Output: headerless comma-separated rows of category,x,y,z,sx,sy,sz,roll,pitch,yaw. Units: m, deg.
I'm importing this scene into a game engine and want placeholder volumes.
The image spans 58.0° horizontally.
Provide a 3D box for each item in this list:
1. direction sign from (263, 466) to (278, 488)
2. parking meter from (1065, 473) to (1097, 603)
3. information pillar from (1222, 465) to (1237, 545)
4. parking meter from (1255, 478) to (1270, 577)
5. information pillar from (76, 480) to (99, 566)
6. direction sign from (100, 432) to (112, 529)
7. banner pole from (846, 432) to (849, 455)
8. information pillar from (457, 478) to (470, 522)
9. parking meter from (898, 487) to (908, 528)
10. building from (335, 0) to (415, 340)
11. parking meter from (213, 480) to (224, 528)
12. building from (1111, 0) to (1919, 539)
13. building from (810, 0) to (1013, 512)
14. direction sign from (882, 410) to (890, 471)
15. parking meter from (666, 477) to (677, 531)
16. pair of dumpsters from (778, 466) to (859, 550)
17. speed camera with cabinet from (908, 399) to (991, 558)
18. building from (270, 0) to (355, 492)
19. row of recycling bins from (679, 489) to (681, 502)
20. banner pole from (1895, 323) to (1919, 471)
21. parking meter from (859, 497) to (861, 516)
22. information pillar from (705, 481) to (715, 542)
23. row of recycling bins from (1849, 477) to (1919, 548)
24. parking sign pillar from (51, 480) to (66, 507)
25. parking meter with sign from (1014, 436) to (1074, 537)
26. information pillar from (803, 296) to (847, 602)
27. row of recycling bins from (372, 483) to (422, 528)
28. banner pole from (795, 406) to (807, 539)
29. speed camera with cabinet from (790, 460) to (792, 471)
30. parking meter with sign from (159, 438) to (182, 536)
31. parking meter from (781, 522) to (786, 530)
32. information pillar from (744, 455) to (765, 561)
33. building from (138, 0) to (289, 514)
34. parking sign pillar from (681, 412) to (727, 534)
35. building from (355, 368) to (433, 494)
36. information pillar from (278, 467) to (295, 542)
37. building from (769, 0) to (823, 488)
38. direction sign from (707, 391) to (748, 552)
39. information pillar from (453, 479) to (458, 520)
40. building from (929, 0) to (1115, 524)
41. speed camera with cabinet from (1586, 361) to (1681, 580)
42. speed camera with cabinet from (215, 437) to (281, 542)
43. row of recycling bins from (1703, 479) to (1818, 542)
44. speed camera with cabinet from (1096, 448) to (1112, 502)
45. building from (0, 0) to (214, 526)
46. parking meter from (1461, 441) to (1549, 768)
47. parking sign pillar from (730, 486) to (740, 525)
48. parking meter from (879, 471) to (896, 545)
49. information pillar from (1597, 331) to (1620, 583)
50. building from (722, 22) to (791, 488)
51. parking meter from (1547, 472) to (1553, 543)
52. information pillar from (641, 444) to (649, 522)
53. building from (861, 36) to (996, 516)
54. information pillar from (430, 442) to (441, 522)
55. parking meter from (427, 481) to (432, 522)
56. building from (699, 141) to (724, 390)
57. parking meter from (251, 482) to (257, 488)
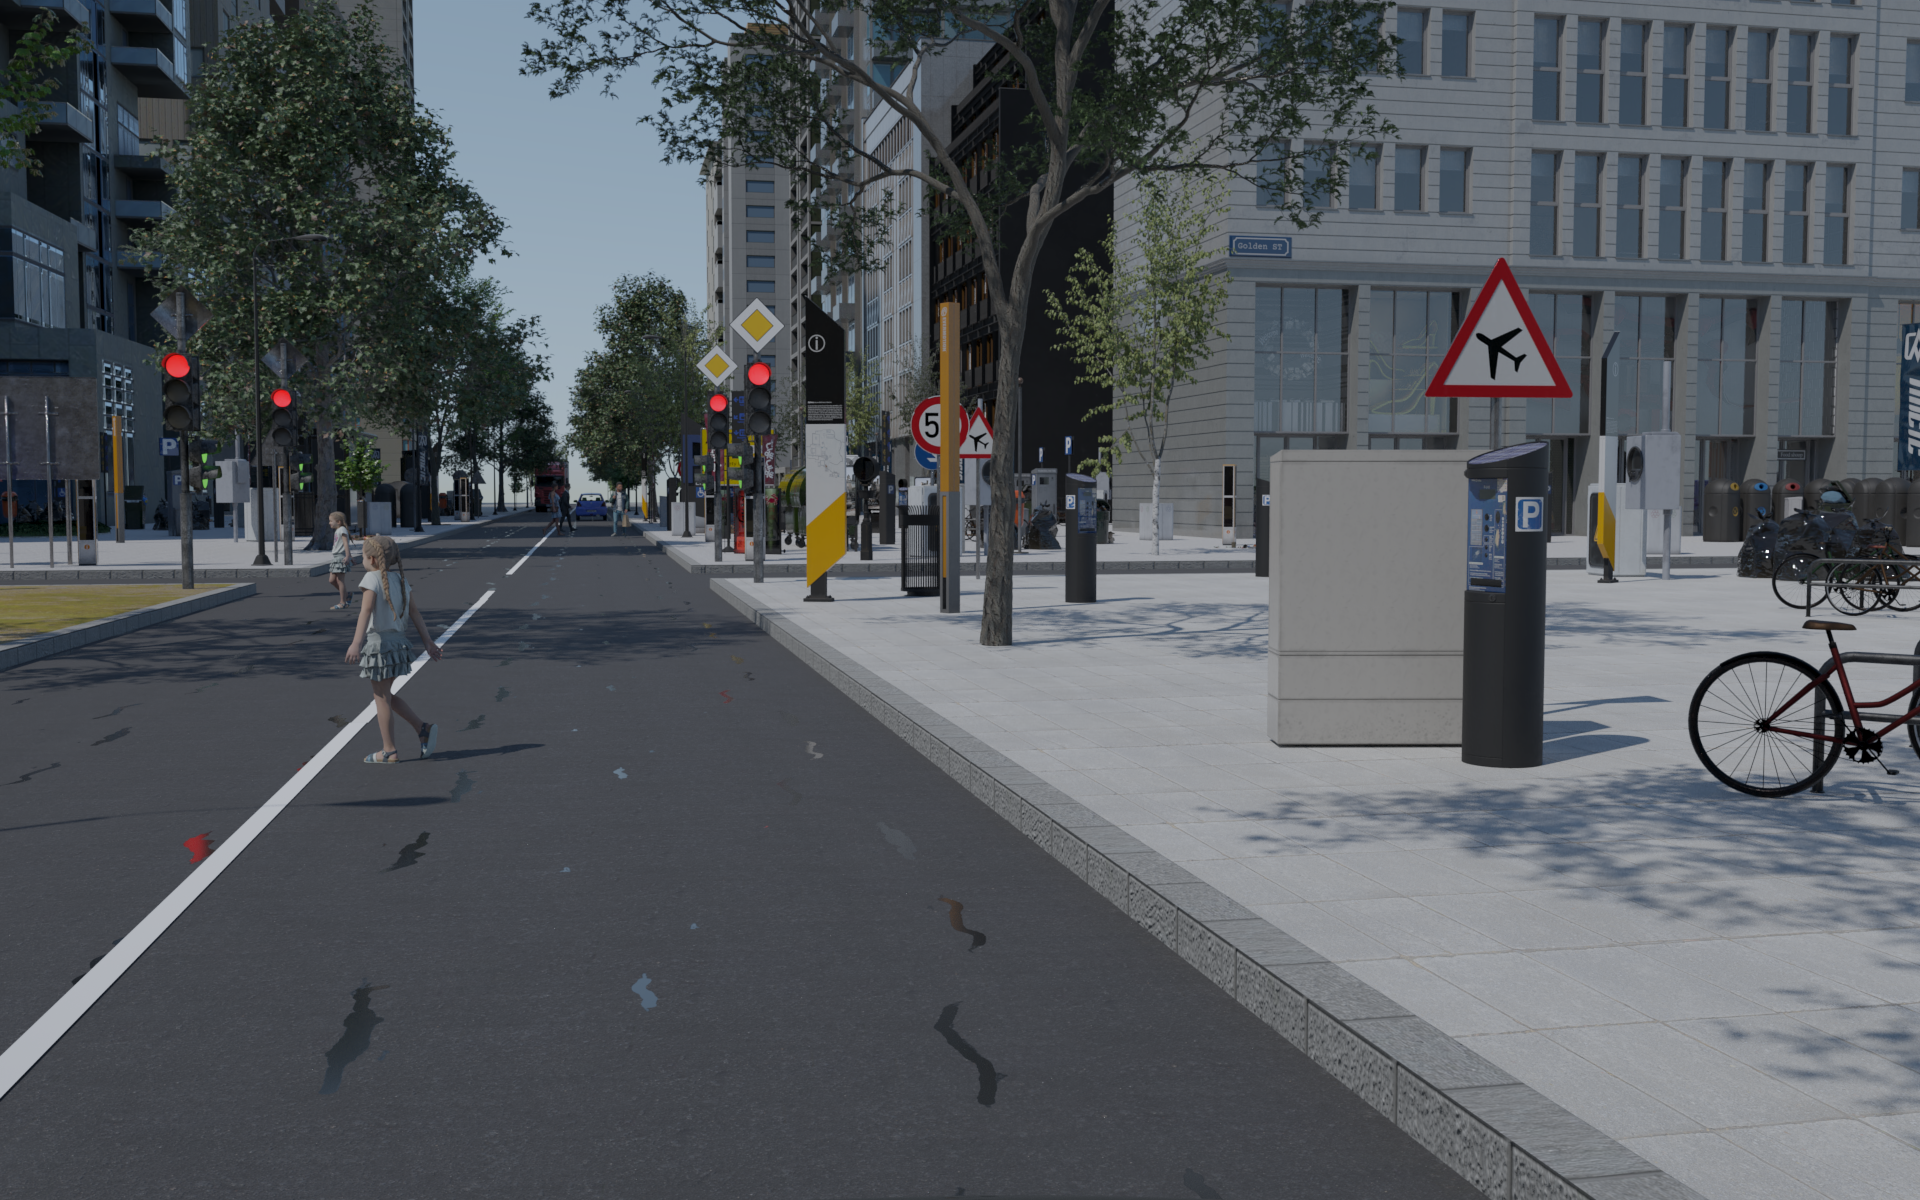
direction sign,-33.364,-5.613,83.770,0.876,3.537,0.379,1,4,17
parking meter,1.432,-0.739,20.494,0.372,1.533,0.369,0,3,0
information pillar,6.742,-2.374,43.308,0.304,2.012,0.304,1,4,20
parking meter,4.774,-1.128,26.850,0.372,1.533,0.369,0,3,0
information pillar,-15.650,-1.624,31.041,0.304,2.012,0.304,-1,4,-21
direction sign,-31.367,-4.375,63.528,0.379,3.537,0.876,-1,4,-12
banner pole,-4.147,-4.376,61.570,0.401,3.779,0.863,-2,4,-32
information pillar,-22.550,-4.551,78.905,0.304,2.012,0.304,1,4,12
parking meter,-2.122,-3.451,64.842,0.372,1.533,0.369,0,3,0
building,-81.367,-48.526,231.649,20.563,71.187,20.611,-1,4,-12
parking meter,-28.134,-3.670,65.723,0.399,1.863,0.255,3,5,42
building,20.833,-17.084,56.815,29.804,29.767,11.434,-1,4,-12
building,0.390,-31.539,135.263,23.786,49.044,30.456,-1,4,-12
direction sign,-2.019,-3.378,47.233,0.379,3.537,0.876,1,4,11
parking meter,-10.012,-3.329,60.138,0.255,1.863,0.399,-2,4,-28
pair of dumpsters,-3.362,-2.387,41.525,1.574,2.255,4.437,-1,4,-12
speed camera with cabinet,-0.055,-2.519,35.521,2.038,3.252,0.660,-2,4,-33
building,-60.170,-30.450,147.974,14.600,45.320,14.200,-1,4,-12
row of recycling bins,-15.809,-5.928,104.042,1.069,1.692,3.534,1,4,16
banner pole,12.367,-1.965,22.144,0.401,3.779,0.863,-2,4,-27
parking meter,-6.030,-5.712,101.801,0.372,1.533,0.369,0,3,0
information pillar,-6.693,-2.566,46.439,0.304,2.012,0.304,0,4,-8
row of recycling bins,23.018,-2.199,43.070,1.069,1.692,3.534,-1,4,-9
parking sign pillar,-34.137,-4.724,65.702,1.447,3.967,1.447,-2,4,-33
parking meter with sign,2.514,-3.413,52.069,1.738,3.016,0.543,-1,4,-17
information pillar,-1.602,-1.785,20.538,0.504,3.616,0.183,1,4,9
row of recycling bins,-22.411,-3.628,66.434,3.534,1.692,1.069,0,4,3
banner pole,-4.378,-3.634,49.426,0.401,3.779,0.863,-3,5,-39
speed camera with cabinet,-9.236,-6.434,99.525,0.660,3.252,2.038,-2,4,-31
parking meter with sign,-24.040,-3.475,53.085,0.543,3.016,1.738,-3,4,-36
parking meter,-6.396,-3.260,61.713,0.372,1.533,0.369,0,3,0
information pillar,-3.918,-1.748,33.070,0.304,2.012,0.304,1,4,19
building,-59.148,-31.924,111.203,28.713,52.752,27.495,-1,4,-12
parking sign pillar,-8.506,-4.186,56.910,1.447,3.967,1.447,0,4,-7
building,-79.148,-22.222,208.373,27.650,21.520,28.899,-1,4,-12
information pillar,-18.111,-2.575,46.592,0.304,2.012,0.304,0,4,-4
building,-6.609,-44.114,159.522,20.563,71.187,20.611,-1,4,-12
direction sign,-5.104,-2.820,38.101,0.876,3.537,0.379,0,4,-1
information pillar,-24.628,-4.923,84.975,0.304,2.012,0.304,0,4,7
building,6.077,-15.503,83.144,12.332,23.373,15.834,-1,4,-12
speed camera with cabinet,10.320,-1.972,26.581,0.660,3.252,2.038,0,4,-3
speed camera with cabinet,-19.125,-3.201,46.666,0.660,3.252,2.038,1,4,17
row of recycling bins,21.707,-2.403,46.407,3.534,1.692,1.069,0,4,-1
speed camera with cabinet,5.954,-4.804,72.880,0.660,3.252,2.038,1,4,14
building,-47.787,-46.811,78.032,22.319,86.520,31.000,-1,4,-12
parking meter,2.590,0.011,8.233,0.372,1.533,0.369,0,3,0
parking sign pillar,-9.001,-4.883,68.304,1.447,3.967,1.447,0,4,-4
parking meter,-1.837,-2.340,43.962,0.255,1.863,0.399,3,5,42
information pillar,9.310,-2.049,24.856,0.183,3.616,0.504,3,5,41
building,-20.292,-41.812,225.624,21.231,58.520,28.212,-1,4,-12
parking meter,15.327,-2.433,45.494,0.399,1.863,0.255,-2,4,-28
information pillar,-14.718,-5.471,80.813,0.183,3.616,0.504,-2,4,-33
building,1.790,-17.297,100.832,12.078,24.808,19.932,-1,4,-12
information pillar,-23.651,-5.298,77.971,0.183,3.616,0.504,1,4,21
parking meter,-24.344,-4.526,79.715,0.255,1.863,0.399,0,4,-2
building,-22.757,-40.670,254.189,28.713,52.752,27.495,-1,4,-12
parking meter,-34.323,-4.790,84.027,0.399,1.863,0.255,1,4,20
